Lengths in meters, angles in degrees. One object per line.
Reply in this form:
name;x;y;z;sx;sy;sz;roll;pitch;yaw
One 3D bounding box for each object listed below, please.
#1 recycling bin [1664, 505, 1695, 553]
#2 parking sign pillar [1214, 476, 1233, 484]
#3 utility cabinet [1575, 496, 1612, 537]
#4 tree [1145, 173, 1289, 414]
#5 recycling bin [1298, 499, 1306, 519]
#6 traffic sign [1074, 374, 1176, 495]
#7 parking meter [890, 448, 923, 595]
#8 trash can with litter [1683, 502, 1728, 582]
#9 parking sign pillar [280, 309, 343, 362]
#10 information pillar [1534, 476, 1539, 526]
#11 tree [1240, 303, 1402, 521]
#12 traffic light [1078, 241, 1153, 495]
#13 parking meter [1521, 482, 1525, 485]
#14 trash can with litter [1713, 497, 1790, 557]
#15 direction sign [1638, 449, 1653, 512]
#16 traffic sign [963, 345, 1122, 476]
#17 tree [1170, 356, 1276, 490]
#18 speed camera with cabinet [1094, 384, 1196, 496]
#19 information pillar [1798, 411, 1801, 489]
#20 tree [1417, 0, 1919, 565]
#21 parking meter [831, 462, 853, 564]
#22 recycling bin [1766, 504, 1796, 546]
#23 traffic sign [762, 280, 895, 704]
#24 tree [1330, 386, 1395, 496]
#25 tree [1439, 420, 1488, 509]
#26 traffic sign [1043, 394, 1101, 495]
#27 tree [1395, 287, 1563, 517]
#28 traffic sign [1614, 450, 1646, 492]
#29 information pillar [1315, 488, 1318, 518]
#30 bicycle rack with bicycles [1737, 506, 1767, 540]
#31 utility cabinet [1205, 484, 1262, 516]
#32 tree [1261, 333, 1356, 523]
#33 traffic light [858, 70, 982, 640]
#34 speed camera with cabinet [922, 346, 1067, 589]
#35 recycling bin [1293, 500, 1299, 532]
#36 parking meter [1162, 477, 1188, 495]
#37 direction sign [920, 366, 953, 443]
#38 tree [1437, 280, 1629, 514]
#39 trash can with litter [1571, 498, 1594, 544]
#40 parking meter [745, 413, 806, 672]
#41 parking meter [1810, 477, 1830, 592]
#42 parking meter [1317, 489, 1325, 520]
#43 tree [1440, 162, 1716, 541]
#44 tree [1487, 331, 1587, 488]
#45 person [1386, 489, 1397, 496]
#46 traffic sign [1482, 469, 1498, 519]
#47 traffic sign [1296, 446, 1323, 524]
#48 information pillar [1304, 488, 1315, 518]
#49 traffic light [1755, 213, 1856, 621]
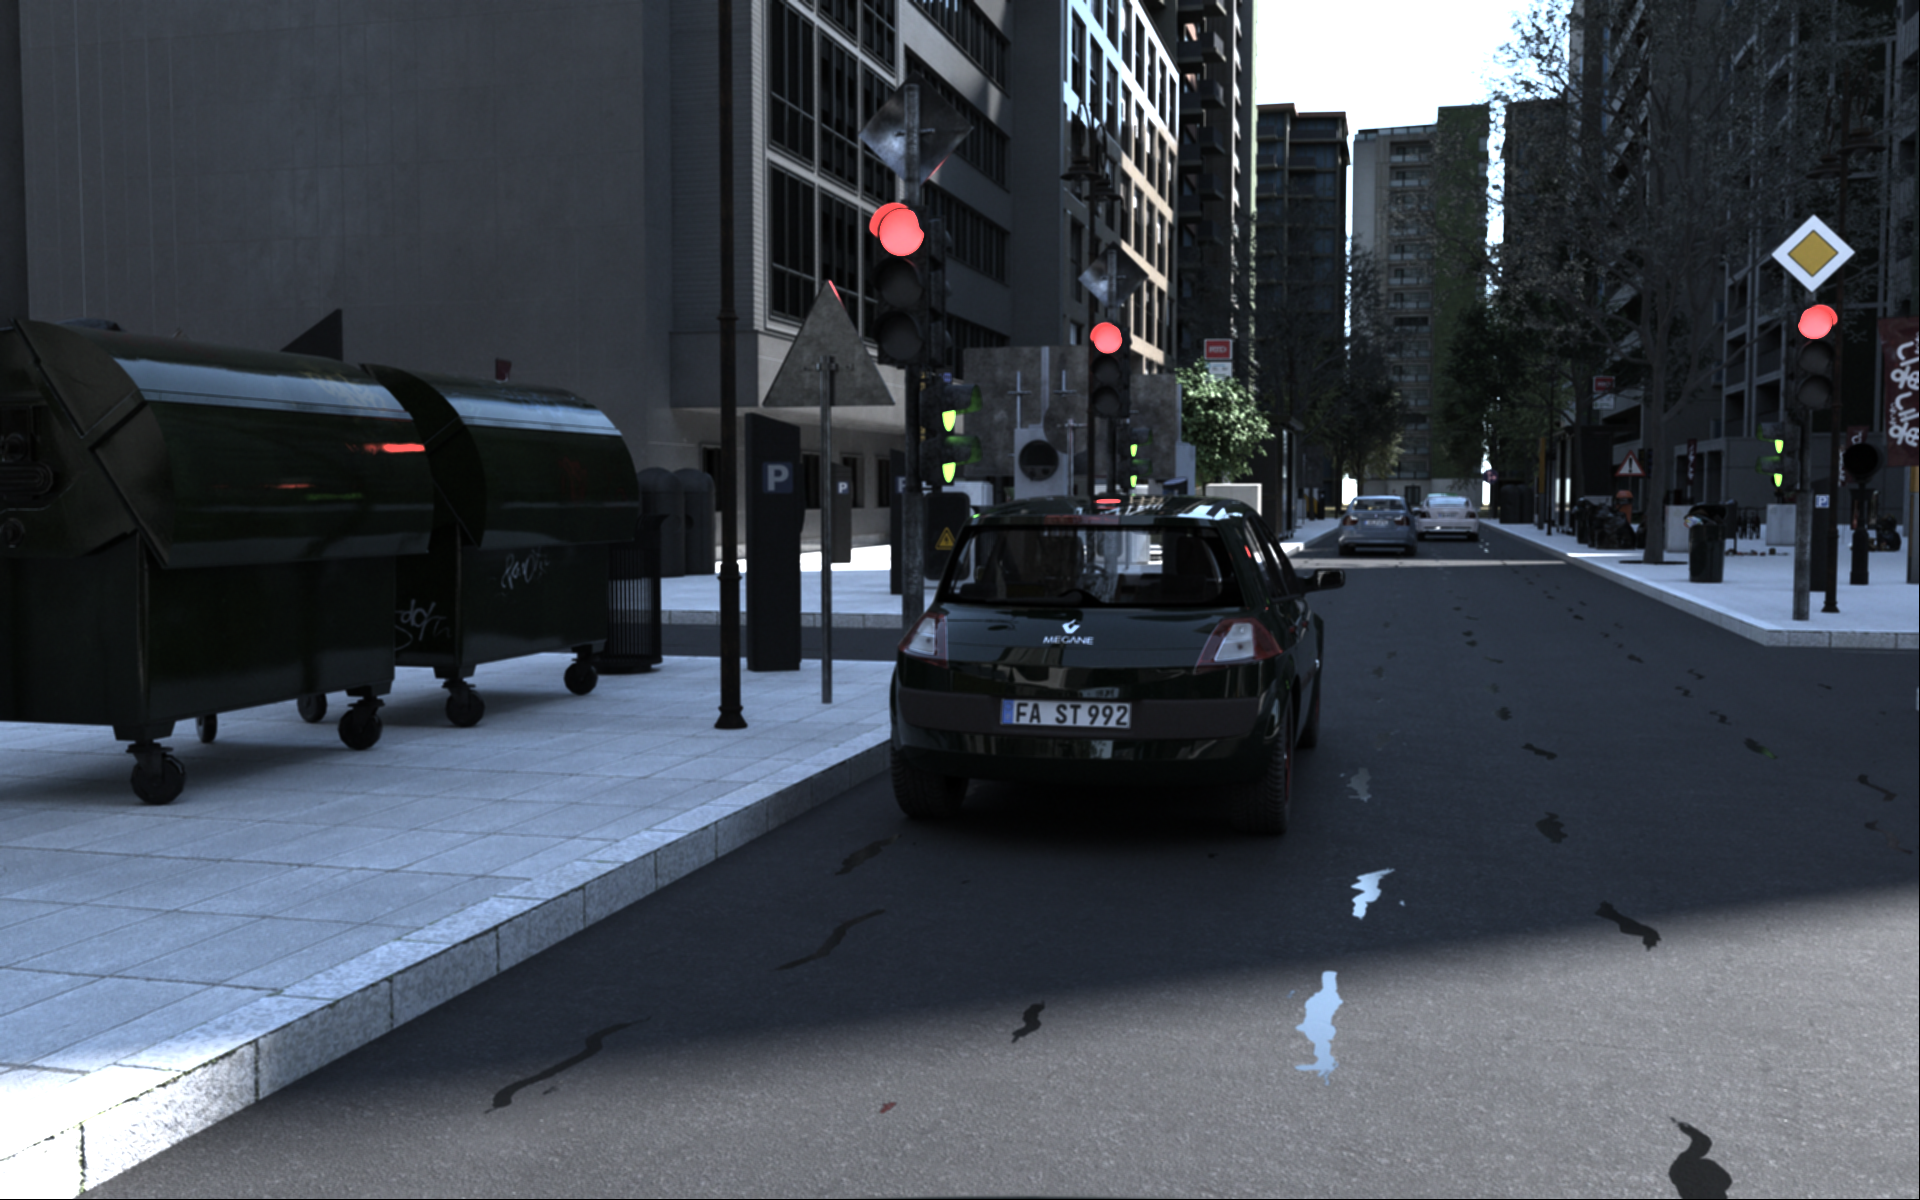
recycling bin;15.956;-1.567;38.179;0.722;1.027;0.722;1;4;16
parking sign pillar;9.181;-4.260;58.117;1.447;3.967;1.447;1;4;14
utility cabinet;19.011;-2.492;51.912;1.020;1.237;0.306;1;4;10
tree;12.516;-9.493;65.579;12.009;13.543;11.850;0;3;0
recycling bin;17.555;-4.748;90.178;0.722;1.027;0.722;-1;4;-15
traffic sign;2.545;-2.185;29.602;2.265;3.308;0.079;1;4;15
parking meter;-0.684;-1.004;22.128;0.399;1.863;0.255;0;4;5
trash can with litter;10.853;-0.854;25.356;0.624;1.170;1.055;1;4;16
parking sign pillar;-9.658;-2.265;25.510;1.447;3.967;1.447;0;4;5
information pillar;23.392;-4.009;70.045;0.304;2.012;0.304;1;4;10
tree;17.095;-9.146;83.946;8.767;10.594;7.601;0;4;2
traffic light;1.703;-1.856;19.270;0.839;4.253;0.868;1;4;14
parking meter;28.476;-4.997;87.404;0.255;1.863;0.399;1;4;8
trash can with litter;16.475;-1.547;36.355;2.233;1.210;1.678;0;4;-4
direction sign;34.304;-5.793;86.705;0.876;3.537;0.379;-1;4;-15
traffic sign;1.113;-1.832;23.831;2.265;3.308;0.079;1;4;19
tree;5.732;-3.494;40.837;4.285;4.588;4.351;0;3;0
speed camera with cabinet;3.329;-2.276;31.552;0.660;3.252;2.038;-3;5;-42
information pillar;22.294;-3.332;45.833;0.183;3.616;0.504;3;5;43
tree;12.911;-7.406;31.452;12.009;13.543;11.850;0;3;0
parking meter;-2.199;-1.609;32.012;0.399;1.863;0.255;-2;4;-27
recycling bin;20.489;-1.861;42.983;0.722;1.027;0.722;3;5;41
traffic sign;-0.816;-0.645;10.550;0.884;2.594;0.081;1;4;21
tree;35.628;-14.315;152.180;7.486;12.596;7.792;0;3;0
tree;43.415;-12.121;148.532;4.360;8.622;3.978;0;3;0
traffic sign;1.411;-1.348;22.143;0.768;2.556;0.104;1;4;22
tree;29.277;-10.836;95.298;7.486;12.596;7.792;0;3;0
traffic sign;19.822;-3.135;51.259;0.884;2.594;0.081;1;4;16
information pillar;18.793;-6.148;91.869;0.504;3.616;0.183;3;4;38
bicycle rack with bicycles;22.184;-2.254;50.230;2.852;0.926;2.925;3;5;40
utility cabinet;5.932;-1.771;37.643;1.173;1.500;0.318;2;4;26
tree;15.086;-7.719;76.574;4.737;8.622;4.395;0;3;0
traffic light;-0.298;-1.383;11.538;0.839;4.253;0.868;1;4;14
speed camera with cabinet;0.431;-1.771;23.291;2.038;3.252;0.660;1;4;13
recycling bin;10.870;-2.813;58.554;0.722;1.027;0.722;-1;4;-23
parking meter;3.224;-1.075;25.994;0.372;1.533;0.369;0;3;0
direction sign;-0.508;-2.362;30.619;0.876;3.537;0.379;-2;4;-33
tree;26.838;-9.503;81.133;9.928;11.665;9.643;0;3;0
trash can with litter;16.352;-2.032;44.610;1.055;1.170;0.624;-1;4;-10
parking meter;-1.344;-0.421;12.600;0.399;1.863;0.255;-1;4;-21
parking meter;11.349;-0.883;22.856;0.372;1.533;0.369;0;3;0
parking meter;18.193;-4.824;87.284;0.372;1.533;0.369;0;3;0
tree;16.528;-6.867;46.694;7.601;10.594;8.767;1;4;21
tree;24.254;-7.484;72.728;4.737;8.622;4.395;0;3;0
person;27.243;-6.126;109.459;0.742;1.727;0.445;1;4;17
traffic sign;26.744;-5.338;87.378;0.768;2.556;0.104;1;4;19
traffic sign;14.231;-4.860;73.335;2.265;3.308;0.079;2;4;24
information pillar;18.384;-6.127;91.525;0.504;3.616;0.183;-2;4;-34
traffic light;8.543;-1.749;17.522;0.839;4.253;0.868;1;4;14
